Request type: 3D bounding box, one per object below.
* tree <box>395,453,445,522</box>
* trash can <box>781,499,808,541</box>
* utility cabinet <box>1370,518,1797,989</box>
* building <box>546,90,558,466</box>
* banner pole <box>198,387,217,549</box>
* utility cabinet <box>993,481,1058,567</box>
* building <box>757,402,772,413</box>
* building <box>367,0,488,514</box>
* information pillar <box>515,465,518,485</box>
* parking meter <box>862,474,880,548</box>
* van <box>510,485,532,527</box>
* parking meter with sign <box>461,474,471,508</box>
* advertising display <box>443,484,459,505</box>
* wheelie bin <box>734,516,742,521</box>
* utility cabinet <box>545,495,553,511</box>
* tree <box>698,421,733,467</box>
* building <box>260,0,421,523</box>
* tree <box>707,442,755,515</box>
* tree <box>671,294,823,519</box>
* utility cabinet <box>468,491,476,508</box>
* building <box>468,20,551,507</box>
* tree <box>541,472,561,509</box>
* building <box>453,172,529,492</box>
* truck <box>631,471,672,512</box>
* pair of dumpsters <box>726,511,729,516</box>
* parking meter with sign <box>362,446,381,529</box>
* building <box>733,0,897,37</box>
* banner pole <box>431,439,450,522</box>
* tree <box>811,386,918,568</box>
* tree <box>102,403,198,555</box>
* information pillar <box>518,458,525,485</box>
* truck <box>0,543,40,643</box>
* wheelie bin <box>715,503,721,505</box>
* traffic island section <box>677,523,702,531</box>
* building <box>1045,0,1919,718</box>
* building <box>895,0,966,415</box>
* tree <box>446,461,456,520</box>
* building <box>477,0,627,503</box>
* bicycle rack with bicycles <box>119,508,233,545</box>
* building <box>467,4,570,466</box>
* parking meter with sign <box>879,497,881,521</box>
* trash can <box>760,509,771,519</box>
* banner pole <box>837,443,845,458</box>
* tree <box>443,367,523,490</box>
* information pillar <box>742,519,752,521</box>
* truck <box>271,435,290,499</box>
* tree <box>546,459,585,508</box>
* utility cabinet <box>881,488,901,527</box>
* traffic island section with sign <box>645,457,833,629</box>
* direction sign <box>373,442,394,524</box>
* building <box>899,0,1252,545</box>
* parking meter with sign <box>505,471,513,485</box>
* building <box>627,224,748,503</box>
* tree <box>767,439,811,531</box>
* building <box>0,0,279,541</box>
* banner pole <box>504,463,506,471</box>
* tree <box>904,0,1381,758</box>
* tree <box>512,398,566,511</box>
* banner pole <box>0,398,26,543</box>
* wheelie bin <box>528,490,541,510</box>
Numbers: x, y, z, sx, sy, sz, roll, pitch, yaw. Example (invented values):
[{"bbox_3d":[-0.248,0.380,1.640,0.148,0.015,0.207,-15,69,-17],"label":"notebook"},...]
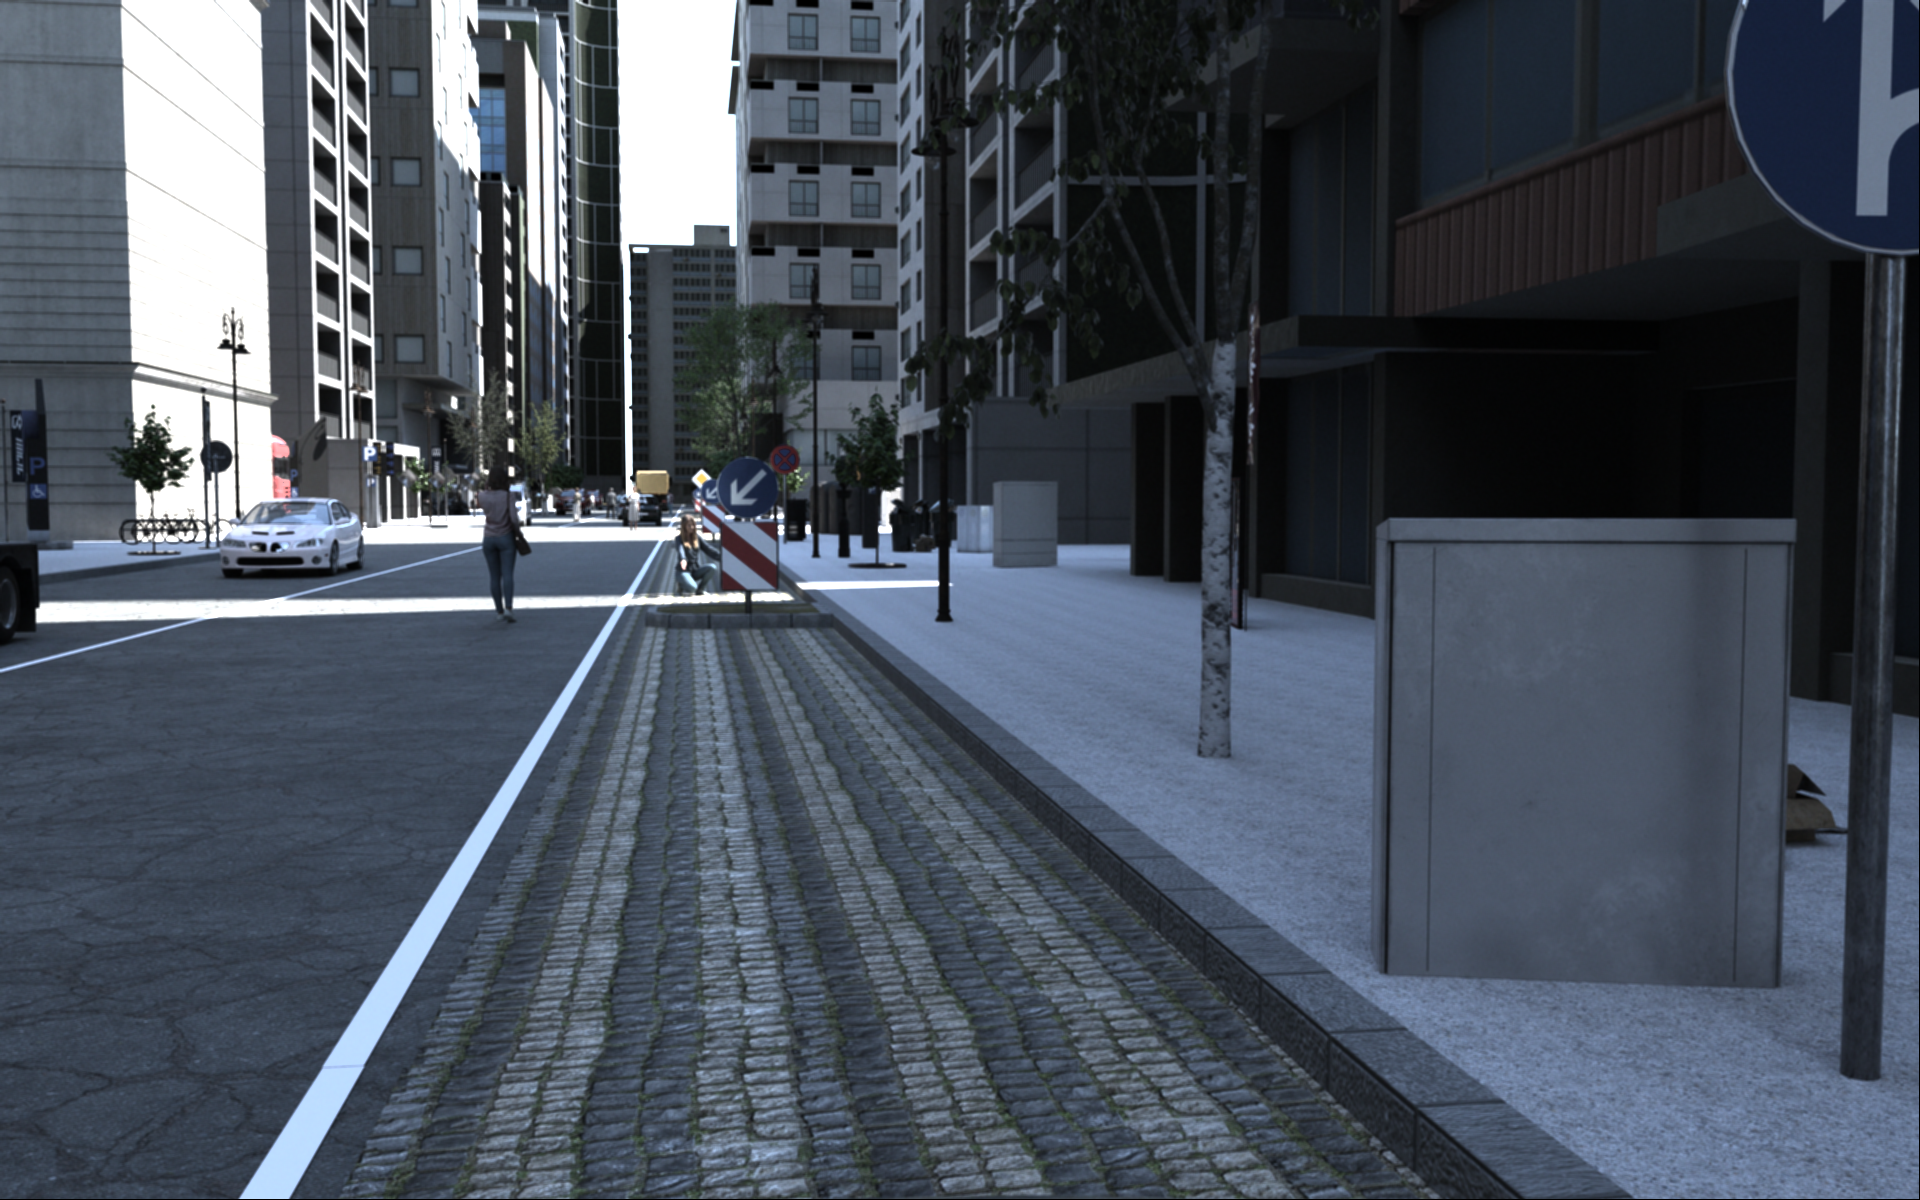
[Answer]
[{"bbox_3d":[-25.388,-5.290,81.089,1.663,3.219,1.824,0,3,0],"label":"tree"},{"bbox_3d":[-4.517,-2.185,47.382,0.748,1.137,0.748,0,3,0],"label":"trash can"},{"bbox_3d":[1.646,0.398,4.662,1.020,1.237,0.306,0,4,8],"label":"utility cabinet"},{"bbox_3d":[-50.141,-32.544,182.207,14.600,45.320,14.200,-1,4,-9],"label":"building"},{"bbox_3d":[-17.716,-3.105,40.788,0.401,3.779,0.863,-1,4,-11],"label":"banner pole"},{"bbox_3d":[1.144,-1.332,30.460,1.173,1.500,0.318,-2,4,-32],"label":"utility cabinet"},{"bbox_3d":[-12.157,-23.943,163.167,14.160,30.474,14.107,-1,4,-9],"label":"building"},{"bbox_3d":[-47.544,-32.277,116.973,28.713,52.752,27.495,-1,4,-9],"label":"building"},{"bbox_3d":[-35.669,-9.084,139.878,0.504,3.616,0.183,0,4,7],"label":"information pillar"},{"bbox_3d":[-2.107,-2.160,41.035,0.399,1.863,0.255,-1,4,-17],"label":"parking meter"},{"bbox_3d":[-20.064,-4.286,77.086,2.013,2.044,4.112,-1,4,-9],"label":"van"},{"bbox_3d":[-38.748,-8.523,135.613,0.543,3.016,1.738,-2,4,-27],"label":"parking meter with sign"},{"bbox_3d":[-31.420,-6.219,106.888,0.974,1.923,0.123,0,4,3],"label":"advertising display"},{"bbox_3d":[-9.861,-4.299,78.191,0.980,1.594,0.693,0,4,-6],"label":"wheelie bin"},{"bbox_3d":[-32.104,-7.570,134.927,0.306,1.237,1.020,1,4,14],"label":"utility cabinet"},{"bbox_3d":[-22.964,-13.198,166.141,4.737,8.622,4.395,0,3,0],"label":"tree"},{"bbox_3d":[-37.874,-39.453,83.307,20.563,71.187,20.611,-1,4,-9],"label":"building"},{"bbox_3d":[-14.256,-7.651,108.815,4.285,4.588,4.351,0,3,0],"label":"tree"},{"bbox_3d":[-11.080,-9.988,89.064,9.928,11.665,9.643,0,3,0],"label":"tree"},{"bbox_3d":[-40.687,-8.272,143.931,1.173,1.500,0.318,3,4,36],"label":"utility cabinet"},{"bbox_3d":[-48.276,-31.670,167.915,14.600,45.320,14.200,-1,4,-9],"label":"building"},{"bbox_3d":[-35.802,-9.555,150.826,1.663,3.219,1.824,0,3,0],"label":"tree"},{"bbox_3d":[-46.424,-23.389,154.104,14.160,30.474,14.107,-1,4,-9],"label":"building"},{"bbox_3d":[-25.791,-9.128,145.161,3.469,3.379,9.791,-1,4,-11],"label":"truck"},{"bbox_3d":[-13.527,-6.175,103.447,1.574,2.255,4.437,-1,4,-9],"label":"pair of dumpsters"},{"bbox_3d":[-21.710,-4.145,64.027,0.543,3.016,1.738,-1,4,-13],"label":"parking meter with sign"},{"bbox_3d":[-9.448,-36.384,184.123,28.713,52.752,27.495,-1,4,-9],"label":"building"},{"bbox_3d":[-23.679,-5.439,78.946,0.863,3.779,0.401,0,3,0],"label":"banner pole"},{"bbox_3d":[-1.367,-2.190,30.405,1.663,3.219,1.824,0,3,0],"label":"tree"},{"bbox_3d":[-16.999,-2.577,36.739,1.663,3.219,1.824,0,3,0],"label":"tree"},{"bbox_3d":[-28.458,-7.435,112.921,0.183,3.616,0.504,0,4,5],"label":"information pillar"},{"bbox_3d":[-8.712,-1.102,7.779,2.967,4.110,18.799,-1,4,-10],"label":"truck"},{"bbox_3d":[-20.022,-8.272,143.150,0.693,1.594,0.980,1,4,16],"label":"wheelie bin"},{"bbox_3d":[-10.183,-2.831,68.571,2.009,0.180,2.903,-1,4,-9],"label":"traffic island section"},{"bbox_3d":[14.132,-22.050,15.150,22.147,44.769,28.867,-1,4,-9],"label":"building"},{"bbox_3d":[4.391,-19.470,90.034,14.107,30.474,14.160,-1,4,-9],"label":"building"},{"bbox_3d":[-25.736,-5.582,85.875,1.663,3.219,1.824,0,3,0],"label":"tree"},{"bbox_3d":[-57.850,-49.202,242.711,20.611,71.187,20.563,-1,4,-9],"label":"building"},{"bbox_3d":[-20.604,-1.956,45.359,2.925,0.926,2.852,-2,4,-34],"label":"bicycle rack with bicycles"},{"bbox_3d":[-61.681,-40.697,207.390,28.212,58.520,21.231,-1,4,-9],"label":"building"},{"bbox_3d":[-4.109,-5.211,81.460,1.738,3.016,0.543,-3,5,-41],"label":"parking meter with sign"},{"bbox_3d":[-10.178,-4.823,90.513,0.748,1.137,0.748,0,3,0],"label":"trash can"},{"bbox_3d":[-5.312,-5.338,77.292,0.401,3.779,0.863,-2,4,-34],"label":"banner pole"},{"bbox_3d":[-27.317,-9.112,99.337,4.360,8.622,3.978,0,3,0],"label":"tree"},{"bbox_3d":[-8.269,-3.836,67.206,0.304,2.012,0.304,3,4,38],"label":"information pillar"},{"bbox_3d":[-31.638,-4.843,68.104,11.283,4.237,2.839,-1,4,-9],"label":"truck"},{"bbox_3d":[-38.743,-11.484,171.481,4.285,4.588,4.351,0,3,0],"label":"tree"},{"bbox_3d":[-2.473,-3.509,66.043,0.318,1.500,1.173,3,5,43],"label":"utility cabinet"},{"bbox_3d":[-2.478,-0.647,19.205,1.989,1.847,2.006,-1,4,-9],"label":"traffic island section with sign"},{"bbox_3d":[-25.103,-5.107,75.499,0.876,3.537,0.379,-1,4,-9],"label":"direction sign"},{"bbox_3d":[9.671,-37.257,47.408,20.563,71.187,20.611,-1,4,-9],"label":"building"},{"bbox_3d":[-33.465,-8.108,128.827,0.543,3.016,1.738,1,4,16],"label":"parking meter with sign"},{"bbox_3d":[-36.032,-34.269,252.182,23.993,40.220,32.217,-1,4,-9],"label":"building"},{"bbox_3d":[-5.908,-4.043,60.700,1.663,3.219,1.824,0,3,0],"label":"tree"},{"bbox_3d":[-44.908,-16.792,50.969,44.131,29.872,17.030,-1,4,-9],"label":"building"},{"bbox_3d":[-36.351,-9.085,138.549,0.401,3.779,0.863,-1,4,-19],"label":"banner pole"},{"bbox_3d":[1.086,-3.550,8.402,4.360,8.622,3.978,0,3,0],"label":"tree"},{"bbox_3d":[-32.115,-11.155,132.746,4.737,8.622,4.395,0,3,0],"label":"tree"},{"bbox_3d":[-24.842,-3.394,45.516,0.863,3.779,0.401,-1,4,-14],"label":"banner pole"},{"bbox_3d":[-34.414,-8.095,140.267,0.980,1.594,0.693,0,4,-6],"label":"wheelie bin"}]
